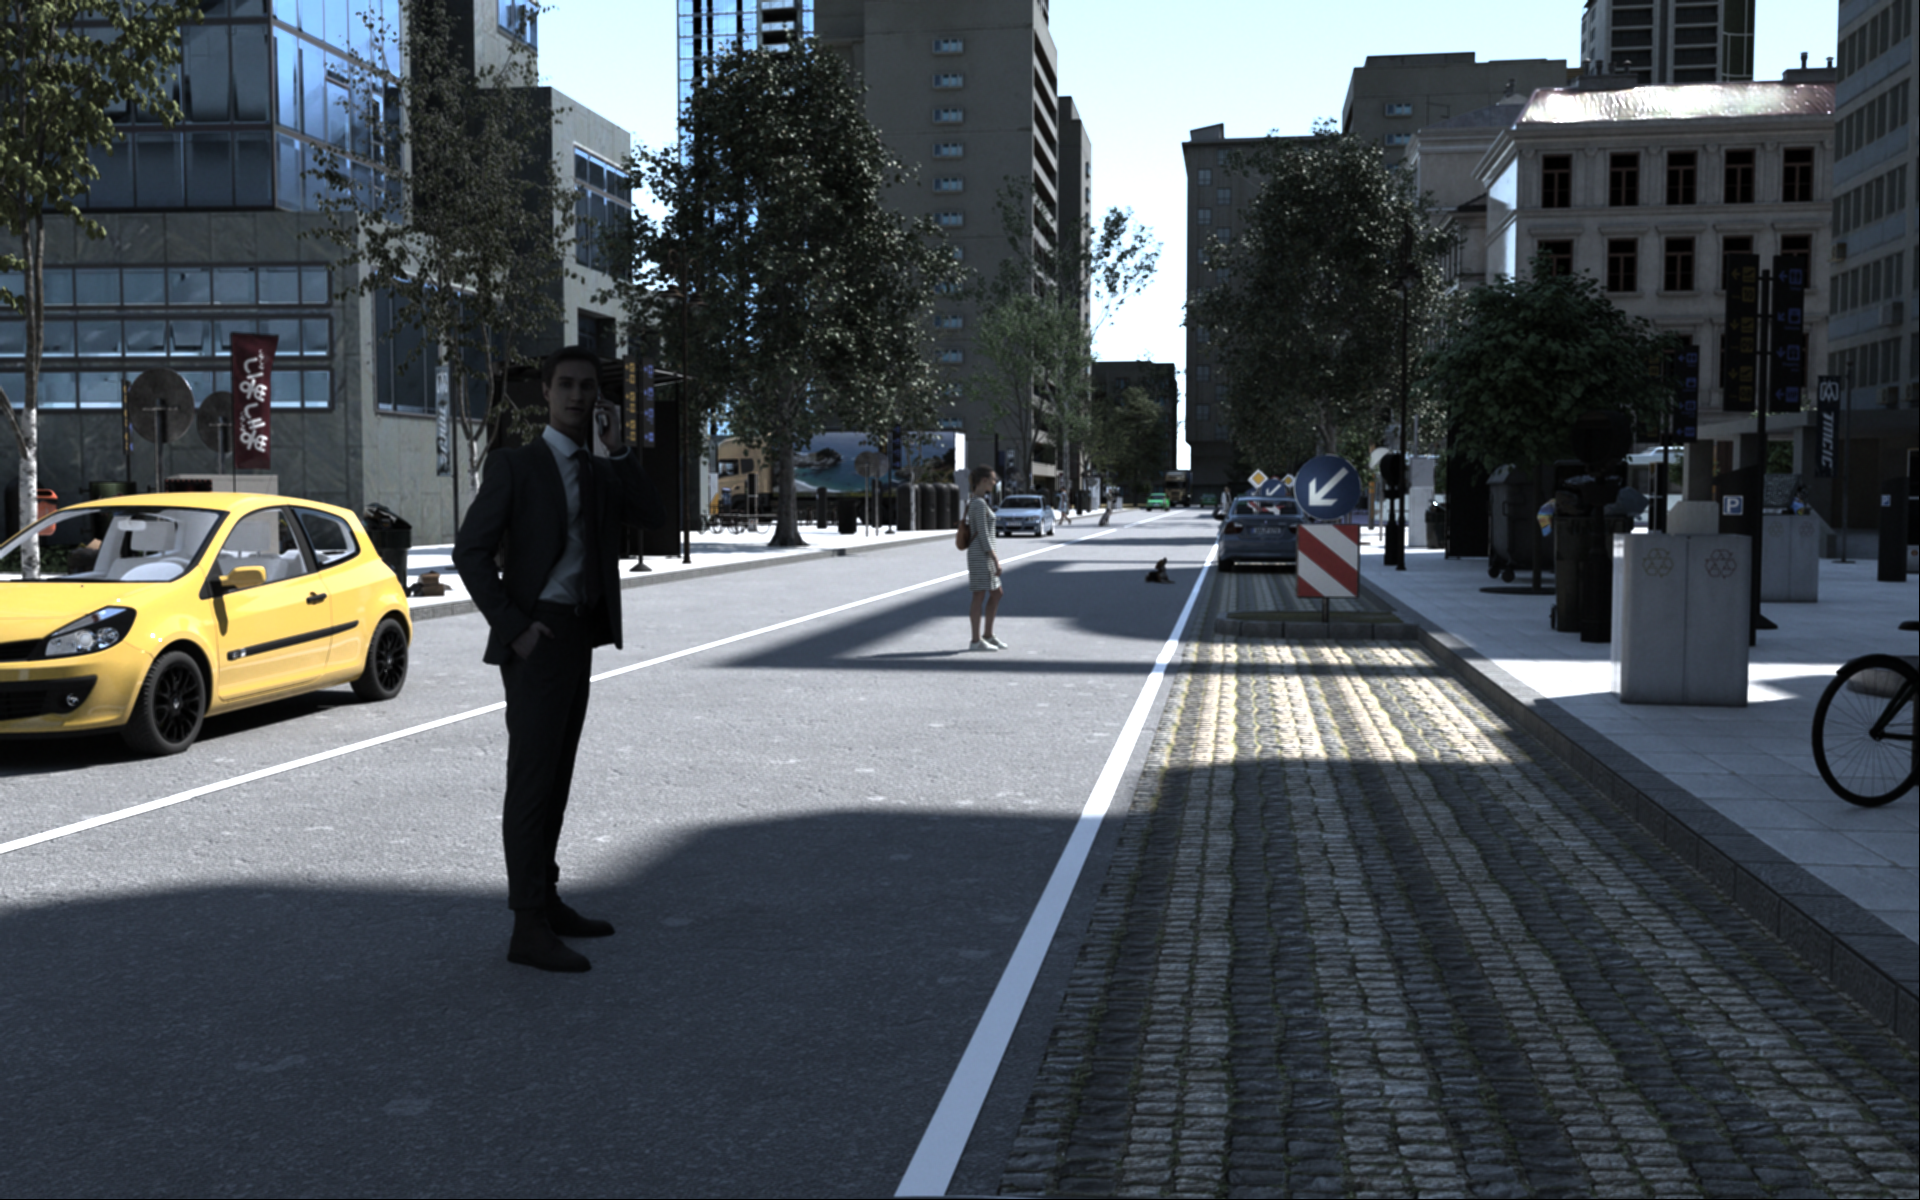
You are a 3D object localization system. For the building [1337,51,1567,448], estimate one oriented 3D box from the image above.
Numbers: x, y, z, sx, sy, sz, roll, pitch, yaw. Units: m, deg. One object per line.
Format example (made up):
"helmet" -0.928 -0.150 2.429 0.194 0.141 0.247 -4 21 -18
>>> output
"building" 52.559 -34.487 187.558 21.300 48.544 21.600 1 4 9

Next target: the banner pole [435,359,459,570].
"banner pole" -8.761 -2.424 29.654 0.401 3.779 0.863 -3 5 -45

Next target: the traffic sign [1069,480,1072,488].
"traffic sign" 7.972 -7.697 127.974 0.606 2.300 0.079 1 4 10

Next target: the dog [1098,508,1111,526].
"dog" 6.317 -3.684 77.068 0.800 0.831 0.513 0 4 8

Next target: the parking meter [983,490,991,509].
"parking meter" 1.111 -3.749 69.703 0.372 1.533 0.369 0 3 0

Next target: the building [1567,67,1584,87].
"building" 73.318 -42.959 244.374 28.212 58.520 21.231 1 4 9

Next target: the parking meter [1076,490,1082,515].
"parking meter" 7.306 -5.968 105.989 0.372 1.533 0.369 0 3 0

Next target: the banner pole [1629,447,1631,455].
"banner pole" 30.117 -5.404 78.373 0.863 3.779 0.401 -1 4 -21

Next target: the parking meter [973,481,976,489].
"parking meter" 0.793 -4.326 76.438 0.399 1.863 0.255 -3 5 -42

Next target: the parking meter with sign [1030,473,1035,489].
"parking meter with sign" 6.154 -9.133 145.587 0.543 3.016 1.738 2 4 29

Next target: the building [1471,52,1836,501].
"building" 36.505 -15.190 84.516 21.152 22.565 11.583 1 4 9

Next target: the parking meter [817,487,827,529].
"parking meter" -5.116 -3.409 64.141 0.372 1.533 0.369 0 3 0

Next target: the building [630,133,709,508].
"building" -21.459 -55.051 212.747 31.000 86.520 22.319 1 4 9

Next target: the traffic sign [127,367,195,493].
"traffic sign" -8.051 -1.060 17.435 0.768 2.556 0.104 1 4 12

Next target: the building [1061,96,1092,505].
"building" 4.500 -35.828 209.481 21.600 48.544 21.300 1 4 9

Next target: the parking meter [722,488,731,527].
"parking meter" -9.158 -3.643 67.974 0.372 1.533 0.369 0 3 0

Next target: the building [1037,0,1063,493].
"building" 0.984 -45.612 184.011 20.563 71.187 20.611 1 4 9

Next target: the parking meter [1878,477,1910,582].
"parking meter" 13.715 -1.042 25.443 0.372 1.533 0.369 0 3 0

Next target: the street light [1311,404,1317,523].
"street light" 13.493 -5.705 66.067 0.468 5.910 1.993 1 4 9

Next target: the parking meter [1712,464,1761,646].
"parking meter" 6.575 -0.385 14.713 0.372 1.533 0.369 0 3 0

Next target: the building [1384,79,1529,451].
"building" 37.225 -20.471 120.604 13.634 28.700 20.117 1 4 9

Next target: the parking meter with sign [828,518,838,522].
"parking meter with sign" -5.418 -5.198 81.249 1.738 3.016 0.543 -1 4 -22

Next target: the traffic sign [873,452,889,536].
"traffic sign" -2.516 -3.202 52.466 0.768 2.556 0.104 1 4 13

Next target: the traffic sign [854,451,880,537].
"traffic sign" -2.772 -3.146 51.539 0.768 2.556 0.104 1 4 10

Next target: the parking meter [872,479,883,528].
"parking meter" -3.153 -3.683 65.935 0.399 1.863 0.255 -1 4 -13

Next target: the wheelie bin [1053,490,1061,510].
"wheelie bin" 7.906 -8.090 140.186 0.693 1.594 0.980 -3 4 -36

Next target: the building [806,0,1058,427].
"building" -2.486 -33.041 163.923 21.300 48.544 21.600 1 4 9

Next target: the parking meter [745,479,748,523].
"parking meter" -8.206 -3.765 67.268 0.255 1.863 0.399 0 3 0

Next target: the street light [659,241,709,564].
"street light" -5.047 -3.611 31.825 0.468 5.910 1.993 1 4 9

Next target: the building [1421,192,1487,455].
"building" 32.677 -14.460 101.052 10.561 19.102 19.286 1 4 9

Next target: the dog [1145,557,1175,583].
"dog" 3.268 -0.487 28.160 0.550 0.427 0.748 1 4 15

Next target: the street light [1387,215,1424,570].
"street light" 7.441 -3.441 29.050 0.468 5.910 1.993 1 4 9

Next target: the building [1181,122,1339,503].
"building" 46.398 -40.570 252.559 27.495 52.752 28.713 1 4 9

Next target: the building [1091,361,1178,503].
"building" 17.325 -25.235 257.635 28.899 21.520 27.650 1 4 9

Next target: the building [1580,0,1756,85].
"building" 97.476 -48.963 238.799 20.611 71.187 20.563 1 4 9

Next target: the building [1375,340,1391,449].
"building" 40.184 -18.901 138.701 12.332 23.373 15.834 1 4 9

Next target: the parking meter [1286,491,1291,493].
"parking meter" 23.776 -7.162 125.510 0.372 1.533 0.369 0 3 0

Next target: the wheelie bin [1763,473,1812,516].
"wheelie bin" 12.638 -1.149 26.702 0.693 1.594 0.980 -2 4 -32

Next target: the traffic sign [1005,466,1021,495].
"traffic sign" 2.390 -4.842 79.276 0.768 2.556 0.104 1 4 17

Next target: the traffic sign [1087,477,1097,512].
"traffic sign" 9.538 -7.696 125.932 0.768 2.556 0.104 1 4 17

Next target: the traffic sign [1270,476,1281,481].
"traffic sign" 21.828 -7.336 120.056 0.768 2.556 0.104 1 4 10

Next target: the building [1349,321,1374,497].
"building" 51.419 -19.450 163.039 27.650 21.520 28.899 1 4 9

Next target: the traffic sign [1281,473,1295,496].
"traffic sign" 18.303 -5.836 96.604 0.795 2.450 0.064 1 4 18

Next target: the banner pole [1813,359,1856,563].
"banner pole" 16.287 -2.582 32.233 0.863 3.779 0.401 0 4 -7

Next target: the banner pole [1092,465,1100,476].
"banner pole" 11.830 -9.798 150.209 0.863 3.779 0.401 2 4 24

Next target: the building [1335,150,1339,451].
"building" 52.014 -34.012 206.209 14.600 45.320 14.200 1 4 9

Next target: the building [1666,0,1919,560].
"building" 34.177 -21.131 37.372 32.217 40.220 23.993 1 4 9

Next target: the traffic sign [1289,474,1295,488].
"traffic sign" 19.106 -6.044 99.999 0.795 2.450 0.064 1 4 16

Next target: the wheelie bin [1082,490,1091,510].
"wheelie bin" 10.042 -7.905 137.150 0.980 1.594 0.693 3 4 38

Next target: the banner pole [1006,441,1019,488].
"banner pole" 2.536 -5.629 82.044 0.863 3.779 0.401 -3 4 -36

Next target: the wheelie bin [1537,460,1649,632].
"wheelie bin" 5.912 -0.507 16.192 0.980 1.594 0.693 1 4 17

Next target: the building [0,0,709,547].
"building" -25.863 -45.065 49.487 31.000 86.520 22.319 1 4 9

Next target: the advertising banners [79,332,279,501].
"advertising banners" -8.228 -1.358 18.387 2.074 3.025 0.090 -3 5 -43
